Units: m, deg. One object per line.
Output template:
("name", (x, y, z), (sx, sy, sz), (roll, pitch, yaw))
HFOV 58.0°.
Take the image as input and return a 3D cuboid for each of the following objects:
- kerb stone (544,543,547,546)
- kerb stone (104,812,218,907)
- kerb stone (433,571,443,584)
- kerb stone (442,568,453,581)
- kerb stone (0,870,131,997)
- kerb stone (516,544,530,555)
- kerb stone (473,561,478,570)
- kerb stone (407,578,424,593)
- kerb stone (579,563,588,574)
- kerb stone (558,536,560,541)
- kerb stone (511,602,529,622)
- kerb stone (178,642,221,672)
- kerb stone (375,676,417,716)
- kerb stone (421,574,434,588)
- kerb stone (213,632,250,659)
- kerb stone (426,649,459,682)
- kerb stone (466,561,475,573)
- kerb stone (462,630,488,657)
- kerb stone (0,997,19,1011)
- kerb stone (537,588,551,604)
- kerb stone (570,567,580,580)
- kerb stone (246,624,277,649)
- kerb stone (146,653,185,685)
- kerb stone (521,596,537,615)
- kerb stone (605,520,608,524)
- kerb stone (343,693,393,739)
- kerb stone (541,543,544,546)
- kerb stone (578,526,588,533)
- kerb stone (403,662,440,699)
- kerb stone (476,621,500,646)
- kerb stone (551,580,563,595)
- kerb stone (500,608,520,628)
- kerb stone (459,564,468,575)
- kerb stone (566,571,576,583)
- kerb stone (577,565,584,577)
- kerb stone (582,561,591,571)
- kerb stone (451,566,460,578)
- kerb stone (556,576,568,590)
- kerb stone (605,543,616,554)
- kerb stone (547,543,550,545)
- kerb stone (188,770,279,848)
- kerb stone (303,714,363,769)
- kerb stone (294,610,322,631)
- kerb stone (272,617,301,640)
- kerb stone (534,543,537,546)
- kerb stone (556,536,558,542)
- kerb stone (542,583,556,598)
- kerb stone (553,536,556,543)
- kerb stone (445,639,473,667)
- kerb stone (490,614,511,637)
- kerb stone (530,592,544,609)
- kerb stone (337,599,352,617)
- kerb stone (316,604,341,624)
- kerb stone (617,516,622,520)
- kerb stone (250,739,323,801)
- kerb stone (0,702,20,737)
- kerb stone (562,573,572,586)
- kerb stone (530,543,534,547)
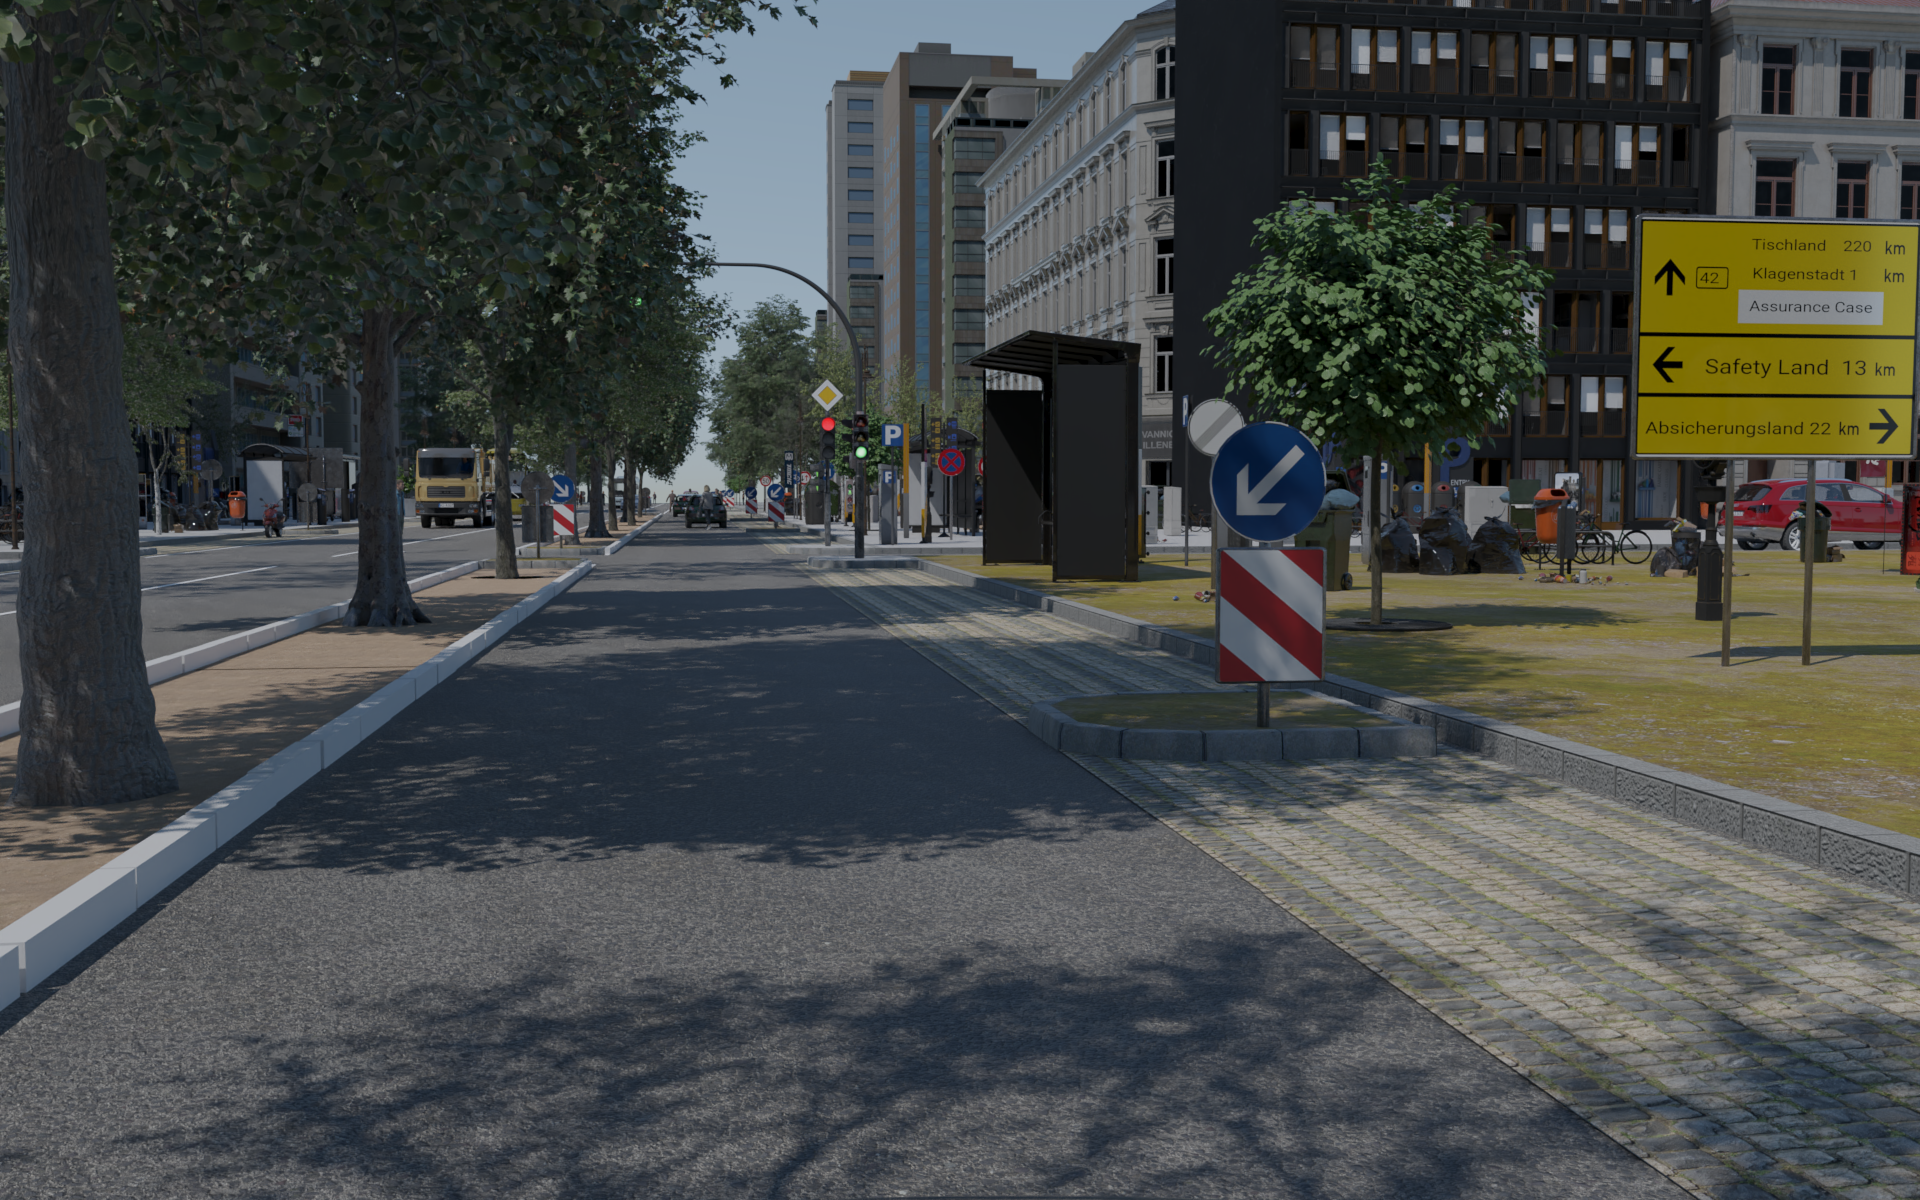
("kerb stone", (-11.423, -1.528, 47.180), (0.120, 0.150, 1.000), (-1, 4, -9))
("kerb stone", (-2.980, 0.968, 6.470), (0.120, 0.150, 1.000), (-1, 4, -9))
("kerb stone", (-8.360, -0.320, 27.434), (0.120, 0.150, 1.000), (-1, 4, -9))
("kerb stone", (-8.508, -0.381, 28.446), (0.120, 0.150, 1.000), (-1, 4, -9))
("kerb stone", (-2.818, 1.027, 5.455), (0.120, 0.150, 1.000), (-1, 4, -9))
("kerb stone", (-10.635, -1.217, 42.122), (0.120, 0.150, 1.000), (-1, 4, -9))
("kerb stone", (-9.150, -0.630, 32.503), (0.120, 0.150, 1.000), (-1, 4, -9))
("kerb stone", (-8.044, -0.191, 25.409), (0.120, 0.150, 1.000), (-1, 4, -9))
("kerb stone", (-6.749, -0.526, 30.799), (0.120, 0.150, 1.000), (-1, 4, -9))
("kerb stone", (-12.210, -1.833, 52.246), (0.120, 0.150, 1.000), (-1, 4, -9))
("kerb stone", (-5.028, 0.159, 19.662), (0.120, 0.150, 1.000), (-1, 4, -9))
("kerb stone", (-6.309, 0.485, 14.271), (0.120, 0.150, 1.000), (-1, 4, -9))
("kerb stone", (-3.772, 0.654, 11.533), (0.120, 0.150, 1.000), (-1, 4, -9))
("kerb stone", (-8.196, -0.258, 26.419), (0.120, 0.150, 1.000), (-1, 4, -9))
("kerb stone", (-6.479, 0.424, 15.285), (0.120, 0.150, 1.000), (-1, 4, -9))
("kerb stone", (-4.076, 0.528, 13.567), (0.120, 0.150, 1.000), (-1, 4, -9))
("kerb stone", (-8.987, -0.568, 31.486), (0.120, 0.150, 1.000), (-1, 4, -9))
("kerb stone", (-4.400, 0.406, 15.601), (0.120, 0.150, 1.000), (-1, 4, -9))
("kerb stone", (-2.663, 1.088, 4.432), (0.120, 0.150, 1.000), (-1, 4, -9))
("kerb stone", (-5.500, -0.024, 22.699), (0.120, 0.150, 1.000), (-1, 4, -9))
("kerb stone", (-6.444, -0.402, 28.766), (0.120, 0.150, 1.000), (-1, 4, -9))
("kerb stone", (-6.633, 0.363, 16.303), (0.120, 0.150, 1.000), (-1, 4, -9))
("kerb stone", (-6.160, 0.547, 13.252), (0.120, 0.150, 1.000), (-1, 4, -9))
("kerb stone", (-5.181, 0.093, 20.675), (0.120, 0.150, 1.000), (-1, 4, -9))
("kerb stone", (-17.560, -3.945, 86.699), (0.120, 0.150, 1.000), (-1, 4, -9))
("kerb stone", (-3.608, 0.716, 10.524), (0.120, 0.150, 1.000), (-1, 4, -9))
("kerb stone", (-11.267, -1.466, 46.168), (0.120, 0.150, 1.000), (-1, 4, -9))
("kerb stone", (-14.257, -2.644, 65.430), (0.120, 0.150, 1.000), (-1, 4, -9))
("kerb stone", (-3.925, 0.590, 12.551), (0.120, 0.150, 1.000), (-1, 4, -9))
("kerb stone", (-4.552, 0.341, 16.621), (0.120, 0.150, 1.000), (-1, 4, -9))
("kerb stone", (-5.806, -0.155, 24.725), (0.120, 0.150, 1.000), (-1, 4, -9))
("kerb stone", (-4.881, 0.217, 18.647), (0.120, 0.150, 1.000), (-1, 4, -9))
("kerb stone", (-8.831, -0.506, 30.471), (0.120, 0.150, 1.000), (-1, 4, -9))
("kerb stone", (-6.287, -0.332, 27.756), (0.120, 0.150, 1.000), (-1, 4, -9))
("kerb stone", (-6.596, -0.464, 29.784), (0.120, 0.150, 1.000), (-1, 4, -9))
("kerb stone", (-6.917, -0.584, 31.807), (0.120, 0.150, 1.000), (-1, 4, -9))
("kerb stone", (-8.670, -0.441, 29.459), (0.120, 0.150, 1.000), (-1, 4, -9))
("kerb stone", (-5.968, -0.217, 25.736), (0.120, 0.150, 1.000), (-1, 4, -9))
("kerb stone", (-8.581, -1.243, 42.525), (0.120, 0.150, 1.000), (-1, 4, -9))
("kerb stone", (-11.583, -1.588, 48.189), (0.120, 0.150, 1.000), (-1, 4, -9))
("kerb stone", (-3.136, 0.903, 7.481), (0.120, 0.150, 1.000), (-1, 4, -9))
("kerb stone", (-3.449, 0.776, 9.507), (0.120, 0.150, 1.000), (-1, 4, -9))
("kerb stone", (-6.947, 0.237, 18.323), (0.120, 0.150, 1.000), (-1, 4, -9))
("kerb stone", (-6.787, 0.302, 17.314), (0.120, 0.150, 1.000), (-1, 4, -9))
("kerb stone", (-10.947, -1.340, 44.147), (0.120, 0.150, 1.000), (-1, 4, -9))
("kerb stone", (-12.053, -1.776, 51.233), (0.120, 0.150, 1.000), (-1, 4, -9))
("kerb stone", (-5.662, -0.093, 23.713), (0.120, 0.150, 1.000), (-1, 4, -9))
("kerb stone", (-11.890, -1.709, 50.213), (0.120, 0.150, 1.000), (-1, 4, -9))
("kerb stone", (-4.244, 0.466, 14.581), (0.120, 0.150, 1.000), (-1, 4, -9))
("kerb stone", (-4.713, 0.279, 17.635), (0.120, 0.150, 1.000), (-1, 4, -9))
("kerb stone", (-5.339, 0.031, 21.687), (0.120, 0.150, 1.000), (-1, 4, -9))
("kerb stone", (-7.252, 0.115, 20.345), (0.120, 0.150, 1.000), (-1, 4, -9))
("kerb stone", (-7.105, 0.175, 19.333), (0.120, 0.150, 1.000), (-1, 4, -9))
("kerb stone", (-19.758, -4.812, 100.889), (0.120, 0.150, 1.000), (-1, 4, -9))
("kerb stone", (-3.303, 0.838, 8.490), (0.120, 0.150, 1.000), (-1, 4, -9))
("kerb stone", (-5.688, 0.733, 10.218), (0.120, 0.150, 1.000), (-1, 4, -9))
("kerb stone", (-6.126, -0.278, 26.746), (0.120, 0.150, 1.000), (-1, 4, -9))
("kerb stone", (-10.790, -1.281, 43.132), (0.120, 0.150, 1.000), (-1, 4, -9))
